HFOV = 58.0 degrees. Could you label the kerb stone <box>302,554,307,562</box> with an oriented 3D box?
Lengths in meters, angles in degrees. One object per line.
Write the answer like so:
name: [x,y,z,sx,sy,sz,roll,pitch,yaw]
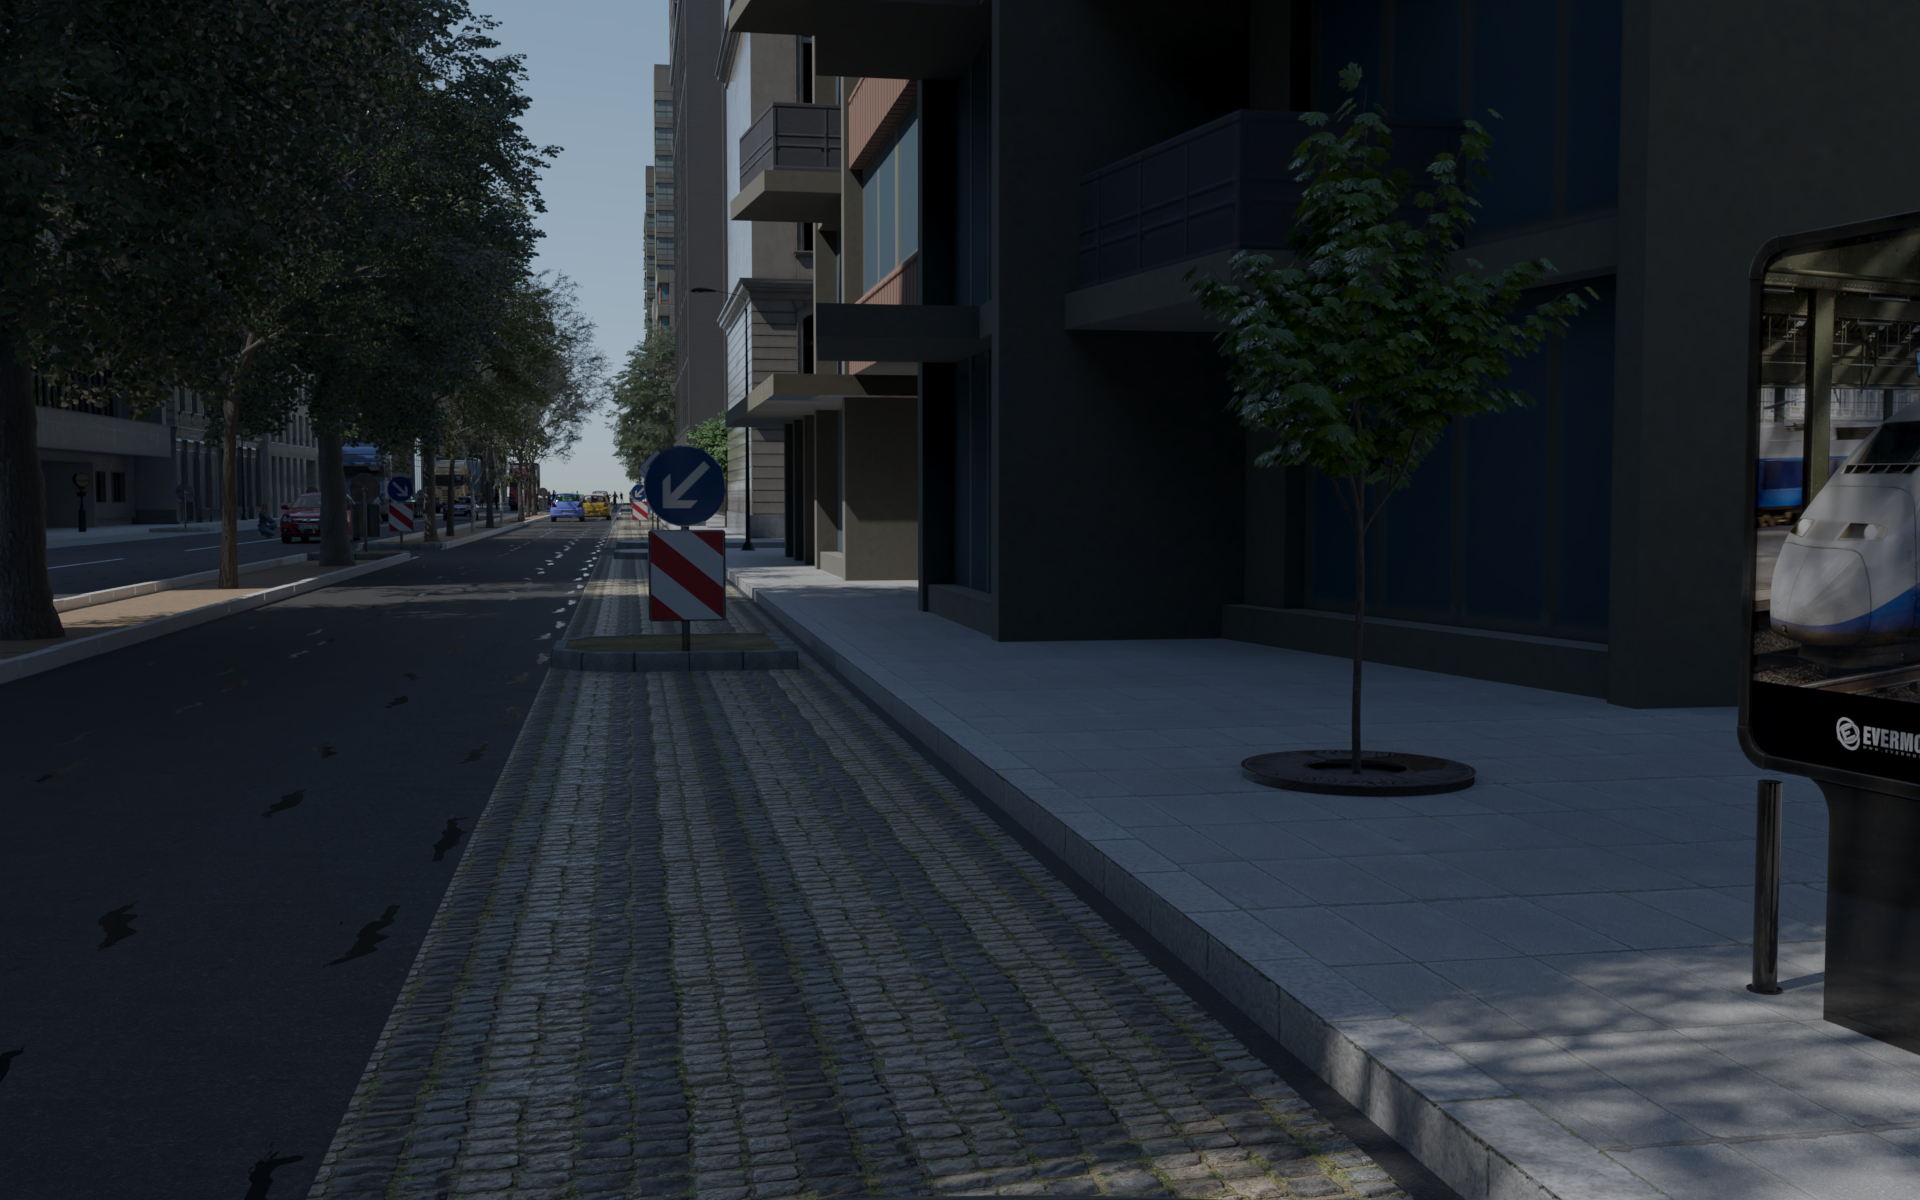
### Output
kerb stone: [-13.961,-0.888,36.711,0.120,0.150,1.000,-1,4,-11]

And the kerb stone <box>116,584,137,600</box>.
kerb stone: [-11.454,-0.086,23.610,0.120,0.150,1.000,-1,4,-11]

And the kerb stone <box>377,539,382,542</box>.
kerb stone: [-15.996,-1.531,47.305,0.120,0.150,1.000,-1,4,-11]

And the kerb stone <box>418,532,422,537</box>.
kerb stone: [-17.733,-2.090,56.375,0.120,0.150,1.000,-1,4,-11]

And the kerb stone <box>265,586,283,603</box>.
kerb stone: [-9.196,-0.050,23.012,0.120,0.150,1.000,-1,4,-11]

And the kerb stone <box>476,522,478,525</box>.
kerb stone: [-21.782,-3.383,77.508,0.120,0.150,1.000,-1,4,-11]

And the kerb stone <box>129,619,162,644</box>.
kerb stone: [-8.037,0.325,16.965,0.120,0.150,1.000,-1,4,-11]

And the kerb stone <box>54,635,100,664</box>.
kerb stone: [-7.662,0.443,14.954,0.120,0.150,1.000,-1,4,-11]

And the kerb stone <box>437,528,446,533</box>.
kerb stone: [-19.283,-2.584,64.441,0.120,0.150,1.000,-1,4,-11]

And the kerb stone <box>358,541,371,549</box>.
kerb stone: [-15.612,-1.412,45.290,0.120,0.150,1.000,-1,4,-11]

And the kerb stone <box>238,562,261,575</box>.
kerb stone: [-12.998,-0.579,31.663,0.120,0.150,1.000,-1,4,-11]

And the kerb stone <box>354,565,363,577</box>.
kerb stone: [-10.549,-0.481,30.057,0.120,0.150,1.000,-1,4,-11]

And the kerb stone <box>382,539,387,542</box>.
kerb stone: [-16.184,-1.597,48.309,0.120,0.150,1.000,-1,4,-11]

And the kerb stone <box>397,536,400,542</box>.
kerb stone: [-16.769,-1.782,51.332,0.120,0.150,1.000,-1,4,-11]

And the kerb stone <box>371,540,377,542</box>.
kerb stone: [-15.801,-1.465,46.298,0.120,0.150,1.000,-1,4,-11]

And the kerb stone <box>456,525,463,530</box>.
kerb stone: [-20.435,-2.948,70.472,0.120,0.150,1.000,-1,4,-11]

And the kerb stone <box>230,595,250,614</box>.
kerb stone: [-8.808,0.073,21.004,0.120,0.150,1.000,-1,4,-11]

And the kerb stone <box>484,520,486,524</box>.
kerb stone: [-22.554,-3.625,81.537,0.120,0.150,1.000,-1,4,-11]

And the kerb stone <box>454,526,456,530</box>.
kerb stone: [-19.855,-2.768,67.459,0.120,0.150,1.000,-1,4,-11]

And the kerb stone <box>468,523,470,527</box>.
kerb stone: [-21.011,-3.135,73.492,0.120,0.150,1.000,-1,4,-11]

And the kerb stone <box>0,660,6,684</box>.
kerb stone: [-7.276,0.566,12.947,0.120,0.150,1.000,-1,4,-11]

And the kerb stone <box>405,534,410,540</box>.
kerb stone: [-17.152,-1.905,53.353,0.120,0.150,1.000,-1,4,-11]

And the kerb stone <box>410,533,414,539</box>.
kerb stone: [-17.346,-1.967,54.356,0.120,0.150,1.000,-1,4,-11]

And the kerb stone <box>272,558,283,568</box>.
kerb stone: [-13.387,-0.703,33.690,0.120,0.150,1.000,-1,4,-11]

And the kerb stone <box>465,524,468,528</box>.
kerb stone: [-20.816,-3.075,72.488,0.120,0.150,1.000,-1,4,-11]

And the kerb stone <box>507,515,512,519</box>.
kerb stone: [-26.033,-4.739,99.671,0.120,0.150,1.000,-1,4,-11]

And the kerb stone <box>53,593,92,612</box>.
kerb stone: [-11.074,0.048,21.601,0.120,0.150,1.000,-1,4,-11]

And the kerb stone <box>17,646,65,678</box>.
kerb stone: [-7.460,0.511,13.952,0.120,0.150,1.000,-1,4,-11]

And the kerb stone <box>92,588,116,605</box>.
kerb stone: [-11.261,-0.025,22.606,0.120,0.150,1.000,-1,4,-11]

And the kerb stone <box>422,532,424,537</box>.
kerb stone: [-17.926,-2.152,57.385,0.120,0.150,1.000,-1,4,-11]

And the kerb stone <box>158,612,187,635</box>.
kerb stone: [-8.234,0.261,17.968,0.120,0.150,1.000,-1,4,-11]

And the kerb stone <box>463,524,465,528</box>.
kerb stone: [-20.630,-3.013,71.480,0.120,0.150,1.000,-1,4,-11]

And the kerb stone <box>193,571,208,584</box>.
kerb stone: [-12.223,-0.333,27.642,0.120,0.150,1.000,-1,4,-11]

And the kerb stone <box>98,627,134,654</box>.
kerb stone: [-7.845,0.382,15.960,0.120,0.150,1.000,-1,4,-11]

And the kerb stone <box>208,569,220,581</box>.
kerb stone: [-12.411,-0.395,28.647,0.120,0.150,1.000,-1,4,-11]

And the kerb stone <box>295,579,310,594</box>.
kerb stone: [-9.581,-0.167,25.020,0.120,0.150,1.000,-1,4,-11]

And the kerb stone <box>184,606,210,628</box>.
kerb stone: [-8.428,0.197,18.976,0.120,0.150,1.000,-1,4,-11]

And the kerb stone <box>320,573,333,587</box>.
kerb stone: [-9.978,-0.296,27.034,0.120,0.150,1.000,-1,4,-11]

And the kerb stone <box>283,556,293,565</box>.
kerb stone: [-13.580,-0.761,34.694,0.120,0.150,1.000,-1,4,-11]

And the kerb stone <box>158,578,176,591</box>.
kerb stone: [-11.838,-0.209,25.634,0.120,0.150,1.000,-1,4,-11]

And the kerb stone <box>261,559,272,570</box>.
kerb stone: [-13.189,-0.641,32.671,0.120,0.150,1.000,-1,4,-11]

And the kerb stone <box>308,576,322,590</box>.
kerb stone: [-9.776,-0.234,26.025,0.120,0.150,1.000,-1,4,-11]

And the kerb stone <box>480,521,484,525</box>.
kerb stone: [-22.359,-3.568,80.534,0.120,0.150,1.000,-1,4,-11]

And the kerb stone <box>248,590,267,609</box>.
kerb stone: [-9.007,0.012,22.007,0.120,0.150,1.000,-1,4,-11]

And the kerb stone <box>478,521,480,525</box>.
kerb stone: [-21.984,-3.441,78.524,0.120,0.150,1.000,-1,4,-11]

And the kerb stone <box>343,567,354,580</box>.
kerb stone: [-10.354,-0.419,29.054,0.120,0.150,1.000,-1,4,-11]

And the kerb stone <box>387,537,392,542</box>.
kerb stone: [-16.378,-1.656,49.320,0.120,0.150,1.000,-1,4,-11]

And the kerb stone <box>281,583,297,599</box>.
kerb stone: [-9.392,-0.110,24.016,0.120,0.150,1.000,-1,4,-11]

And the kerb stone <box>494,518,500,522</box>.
kerb stone: [-24.684,-4.308,92.631,0.120,0.150,1.000,-1,4,-11]

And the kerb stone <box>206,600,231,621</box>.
kerb stone: [-8.624,0.135,19.993,0.120,0.150,1.000,-1,4,-11]

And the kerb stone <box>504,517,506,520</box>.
kerb stone: [-25.065,-4.431,94.643,0.120,0.150,1.000,-1,4,-11]

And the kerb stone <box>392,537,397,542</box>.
kerb stone: [-16.571,-1.717,50.324,0.120,0.150,1.000,-1,4,-11]

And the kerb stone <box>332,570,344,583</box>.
kerb stone: [-10.166,-0.355,28.049,0.120,0.150,1.000,-1,4,-11]

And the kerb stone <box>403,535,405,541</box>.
kerb stone: [-16.961,-1.844,52.339,0.120,0.150,1.000,-1,4,-11]

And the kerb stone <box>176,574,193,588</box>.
kerb stone: [-12.024,-0.264,26.640,0.120,0.150,1.000,-1,4,-11]

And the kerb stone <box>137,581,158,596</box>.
kerb stone: [-11.643,-0.148,24.621,0.120,0.150,1.000,-1,4,-11]

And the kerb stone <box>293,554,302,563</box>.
kerb stone: [-13.776,-0.826,35.702,0.120,0.150,1.000,-1,4,-11]

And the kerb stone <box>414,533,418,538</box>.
kerb stone: [-17.534,-2.026,55.367,0.120,0.150,1.000,-1,4,-11]
